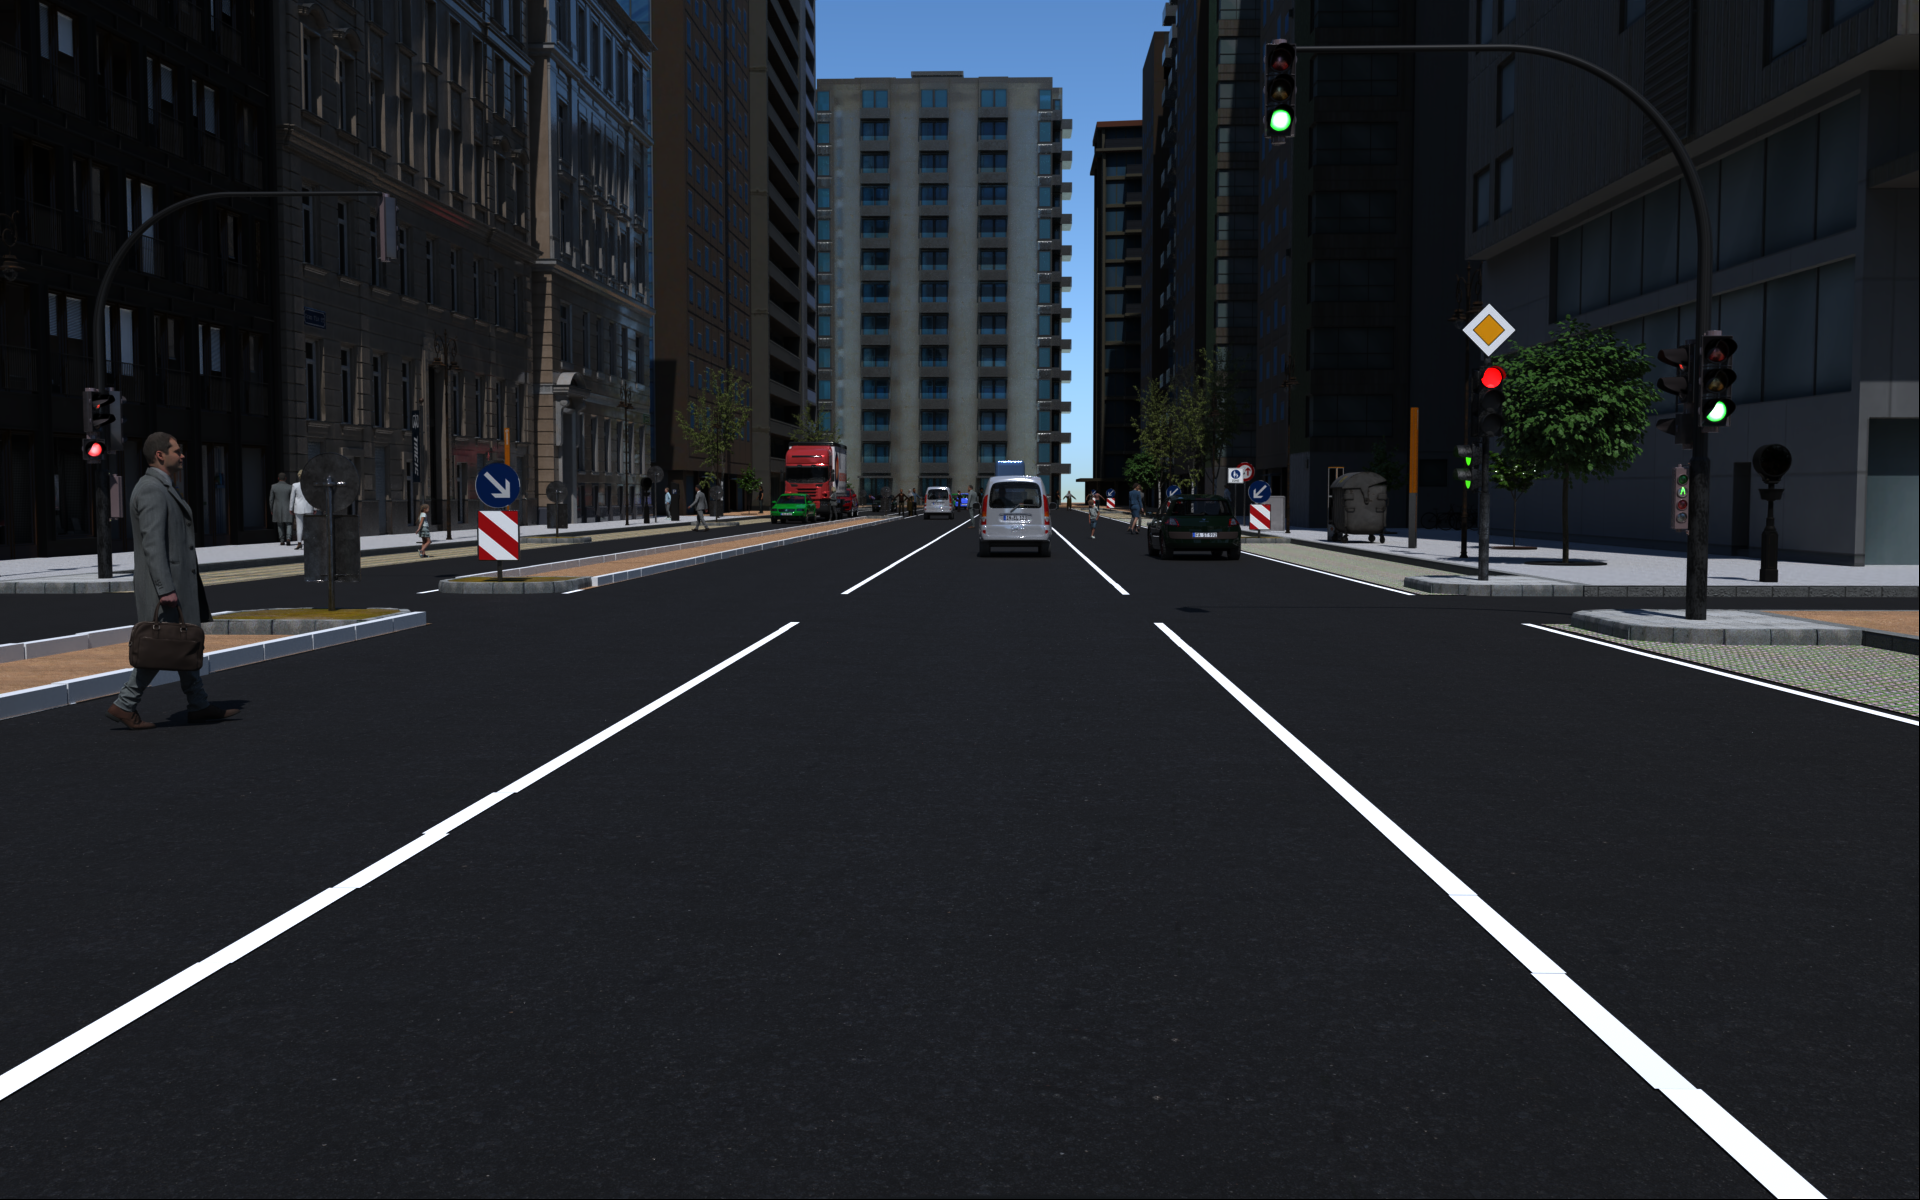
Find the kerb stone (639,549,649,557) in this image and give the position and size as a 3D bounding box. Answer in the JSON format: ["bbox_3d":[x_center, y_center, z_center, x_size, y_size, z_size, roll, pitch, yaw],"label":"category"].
[{"bbox_3d":[-7.339,-1.062,39.561,0.120,0.150,1.000,0,4,2],"label":"kerb stone"}]

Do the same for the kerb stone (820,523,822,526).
[{"bbox_3d":[-6.221,-3.254,75.429,0.120,0.150,1.000,0,4,2],"label":"kerb stone"}]

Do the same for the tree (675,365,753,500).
[{"bbox_3d":[-13.741,-9.046,98.262,4.737,8.622,4.395,0,3,0],"label":"tree"}]

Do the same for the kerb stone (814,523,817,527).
[{"bbox_3d":[-6.286,-3.131,73.385,0.120,0.150,1.000,0,4,2],"label":"kerb stone"}]

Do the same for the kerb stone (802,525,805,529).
[{"bbox_3d":[-6.412,-2.877,69.293,0.120,0.150,1.000,0,4,2],"label":"kerb stone"}]

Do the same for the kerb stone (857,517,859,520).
[{"bbox_3d":[-5.671,-4.321,92.850,0.120,0.150,1.000,0,4,2],"label":"kerb stone"}]

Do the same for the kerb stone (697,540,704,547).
[{"bbox_3d":[-7.117,-1.501,46.735,0.120,0.150,1.000,0,4,2],"label":"kerb stone"}]

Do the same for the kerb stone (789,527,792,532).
[{"bbox_3d":[-6.541,-2.625,65.186,0.120,0.150,1.000,0,4,2],"label":"kerb stone"}]

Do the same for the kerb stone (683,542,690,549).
[{"bbox_3d":[-7.176,-1.375,44.683,0.120,0.150,1.000,0,4,2],"label":"kerb stone"}]

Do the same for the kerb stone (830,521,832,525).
[{"bbox_3d":[-6.092,-3.504,79.519,0.120,0.150,1.000,0,4,2],"label":"kerb stone"}]

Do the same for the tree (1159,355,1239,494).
[{"bbox_3d":[12.651,-8.681,92.298,4.360,8.622,3.978,0,3,0],"label":"tree"}]

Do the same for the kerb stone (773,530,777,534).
[{"bbox_3d":[-6.666,-2.378,61.084,0.120,0.150,1.000,0,4,2],"label":"kerb stone"}]

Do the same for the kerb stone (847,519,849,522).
[{"bbox_3d":[-5.839,-4.007,87.716,0.120,0.150,1.000,0,4,2],"label":"kerb stone"}]

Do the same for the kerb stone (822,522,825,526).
[{"bbox_3d":[-6.185,-3.319,76.454,0.120,0.150,1.000,0,4,2],"label":"kerb stone"}]

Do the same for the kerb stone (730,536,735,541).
[{"bbox_3d":[-6.949,-1.815,51.866,0.120,0.150,1.000,0,4,2],"label":"kerb stone"}]

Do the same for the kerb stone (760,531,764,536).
[{"bbox_3d":[-6.767,-2.186,58.005,0.120,0.150,1.000,0,4,2],"label":"kerb stone"}]

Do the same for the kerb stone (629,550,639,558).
[{"bbox_3d":[-7.368,-0.999,38.529,0.120,0.150,1.000,0,4,2],"label":"kerb stone"}]

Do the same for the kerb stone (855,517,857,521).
[{"bbox_3d":[-5.711,-4.253,91.829,0.120,0.150,1.000,0,4,2],"label":"kerb stone"}]

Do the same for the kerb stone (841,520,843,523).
[{"bbox_3d":[-5.936,-3.819,84.640,0.120,0.150,1.000,0,4,2],"label":"kerb stone"}]

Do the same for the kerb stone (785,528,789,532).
[{"bbox_3d":[-6.570,-2.567,64.164,0.120,0.150,1.000,0,4,2],"label":"kerb stone"}]

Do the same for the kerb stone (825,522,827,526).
[{"bbox_3d":[-6.162,-3.381,77.476,0.120,0.150,1.000,0,4,2],"label":"kerb stone"}]

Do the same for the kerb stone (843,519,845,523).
[{"bbox_3d":[-5.902,-3.882,85.670,0.120,0.150,1.000,0,4,2],"label":"kerb stone"}]

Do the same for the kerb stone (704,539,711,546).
[{"bbox_3d":[-7.077,-1.559,47.763,0.120,0.150,1.000,0,4,2],"label":"kerb stone"}]

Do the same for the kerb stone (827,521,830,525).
[{"bbox_3d":[-6.122,-3.444,78.497,0.120,0.150,1.000,0,4,2],"label":"kerb stone"}]

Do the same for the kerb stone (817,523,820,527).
[{"bbox_3d":[-6.253,-3.193,74.407,0.120,0.150,1.000,0,4,2],"label":"kerb stone"}]

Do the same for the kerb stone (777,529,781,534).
[{"bbox_3d":[-6.635,-2.440,62.116,0.120,0.150,1.000,0,4,2],"label":"kerb stone"}]

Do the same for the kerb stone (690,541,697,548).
[{"bbox_3d":[-7.151,-1.438,45.707,0.120,0.150,1.000,0,4,2],"label":"kerb stone"}]

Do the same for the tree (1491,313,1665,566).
[{"bbox_3d":[11.140,-2.925,31.533,4.285,4.588,4.351,0,3,0],"label":"tree"}]

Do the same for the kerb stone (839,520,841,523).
[{"bbox_3d":[-5.963,-3.757,83.618,0.120,0.150,1.000,0,4,2],"label":"kerb stone"}]

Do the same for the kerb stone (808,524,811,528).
[{"bbox_3d":[-6.343,-3.002,71.336,0.120,0.150,1.000,0,4,2],"label":"kerb stone"}]

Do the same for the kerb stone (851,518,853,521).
[{"bbox_3d":[-5.779,-4.133,89.776,0.120,0.150,1.000,0,4,2],"label":"kerb stone"}]

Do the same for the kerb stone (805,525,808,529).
[{"bbox_3d":[-6.382,-2.943,70.315,0.120,0.150,1.000,0,4,2],"label":"kerb stone"}]

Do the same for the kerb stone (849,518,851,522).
[{"bbox_3d":[-5.807,-4.070,88.746,0.120,0.150,1.000,0,4,2],"label":"kerb stone"}]

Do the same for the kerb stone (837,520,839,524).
[{"bbox_3d":[-5.994,-3.689,82.594,0.120,0.150,1.000,0,4,2],"label":"kerb stone"}]

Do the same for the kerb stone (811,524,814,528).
[{"bbox_3d":[-6.325,-3.068,72.358,0.120,0.150,1.000,0,4,2],"label":"kerb stone"}]

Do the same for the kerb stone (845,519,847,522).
[{"bbox_3d":[-5.867,-3.939,86.692,0.120,0.150,1.000,0,4,2],"label":"kerb stone"}]

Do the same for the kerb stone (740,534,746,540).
[{"bbox_3d":[-6.889,-1.940,53.917,0.120,0.150,1.000,0,4,2],"label":"kerb stone"}]

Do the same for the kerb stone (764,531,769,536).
[{"bbox_3d":[-6.726,-2.253,59.030,0.120,0.150,1.000,0,4,2],"label":"kerb stone"}]

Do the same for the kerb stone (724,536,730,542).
[{"bbox_3d":[-6.982,-1.752,50.844,0.120,0.150,1.000,0,4,2],"label":"kerb stone"}]

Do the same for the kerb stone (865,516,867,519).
[{"bbox_3d":[-5.524,-4.636,97.988,0.120,0.150,1.000,0,4,2],"label":"kerb stone"}]

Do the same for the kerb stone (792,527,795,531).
[{"bbox_3d":[-6.510,-2.692,66.216,0.120,0.150,1.000,0,4,2],"label":"kerb stone"}]

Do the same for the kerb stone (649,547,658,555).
[{"bbox_3d":[-7.305,-1.122,40.587,0.120,0.150,1.000,0,4,2],"label":"kerb stone"}]

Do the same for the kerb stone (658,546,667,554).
[{"bbox_3d":[-7.272,-1.188,41.612,0.120,0.150,1.000,0,4,2],"label":"kerb stone"}]

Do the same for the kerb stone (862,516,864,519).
[{"bbox_3d":[-5.582,-4.510,95.938,0.120,0.150,1.000,0,4,2],"label":"kerb stone"}]

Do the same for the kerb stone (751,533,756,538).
[{"bbox_3d":[-6.823,-2.065,55.961,0.120,0.150,1.000,0,4,2],"label":"kerb stone"}]

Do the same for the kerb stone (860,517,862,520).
[{"bbox_3d":[-5.618,-4.446,94.900,0.120,0.150,1.000,0,4,2],"label":"kerb stone"}]

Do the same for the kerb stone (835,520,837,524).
[{"bbox_3d":[-6.034,-3.626,81.569,0.120,0.150,1.000,0,4,2],"label":"kerb stone"}]

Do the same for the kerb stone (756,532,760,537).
[{"bbox_3d":[-6.803,-2.124,56.983,0.120,0.150,1.000,0,4,2],"label":"kerb stone"}]

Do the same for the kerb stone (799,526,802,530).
[{"bbox_3d":[-6.444,-2.818,68.271,0.120,0.150,1.000,0,4,2],"label":"kerb stone"}]

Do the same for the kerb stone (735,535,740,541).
[{"bbox_3d":[-6.921,-1.876,52.890,0.120,0.150,1.000,0,4,2],"label":"kerb stone"}]

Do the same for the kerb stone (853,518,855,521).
[{"bbox_3d":[-5.742,-4.196,90.806,0.120,0.150,1.000,0,4,2],"label":"kerb stone"}]

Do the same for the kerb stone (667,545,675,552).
[{"bbox_3d":[-7.240,-1.249,42.639,0.120,0.150,1.000,0,4,2],"label":"kerb stone"}]

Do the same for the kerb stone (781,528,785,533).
[{"bbox_3d":[-6.607,-2.498,63.140,0.120,0.150,1.000,0,4,2],"label":"kerb stone"}]

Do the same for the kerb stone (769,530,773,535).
[{"bbox_3d":[-6.700,-2.316,60.056,0.120,0.150,1.000,0,4,2],"label":"kerb stone"}]

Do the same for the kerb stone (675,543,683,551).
[{"bbox_3d":[-7.214,-1.309,43.661,0.120,0.150,1.000,0,4,2],"label":"kerb stone"}]

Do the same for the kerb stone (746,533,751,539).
[{"bbox_3d":[-6.858,-2.001,54.939,0.120,0.150,1.000,0,4,2],"label":"kerb stone"}]

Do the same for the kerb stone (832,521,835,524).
[{"bbox_3d":[-6.058,-3.569,80.541,0.120,0.150,1.000,0,4,2],"label":"kerb stone"}]

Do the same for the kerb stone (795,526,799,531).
[{"bbox_3d":[-6.475,-2.756,67.249,0.120,0.150,1.000,0,4,2],"label":"kerb stone"}]

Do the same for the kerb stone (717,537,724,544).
[{"bbox_3d":[-7.020,-1.689,49.823,0.120,0.150,1.000,0,4,2],"label":"kerb stone"}]

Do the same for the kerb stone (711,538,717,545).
[{"bbox_3d":[-7.051,-1.626,48.792,0.120,0.150,1.000,0,4,2],"label":"kerb stone"}]
